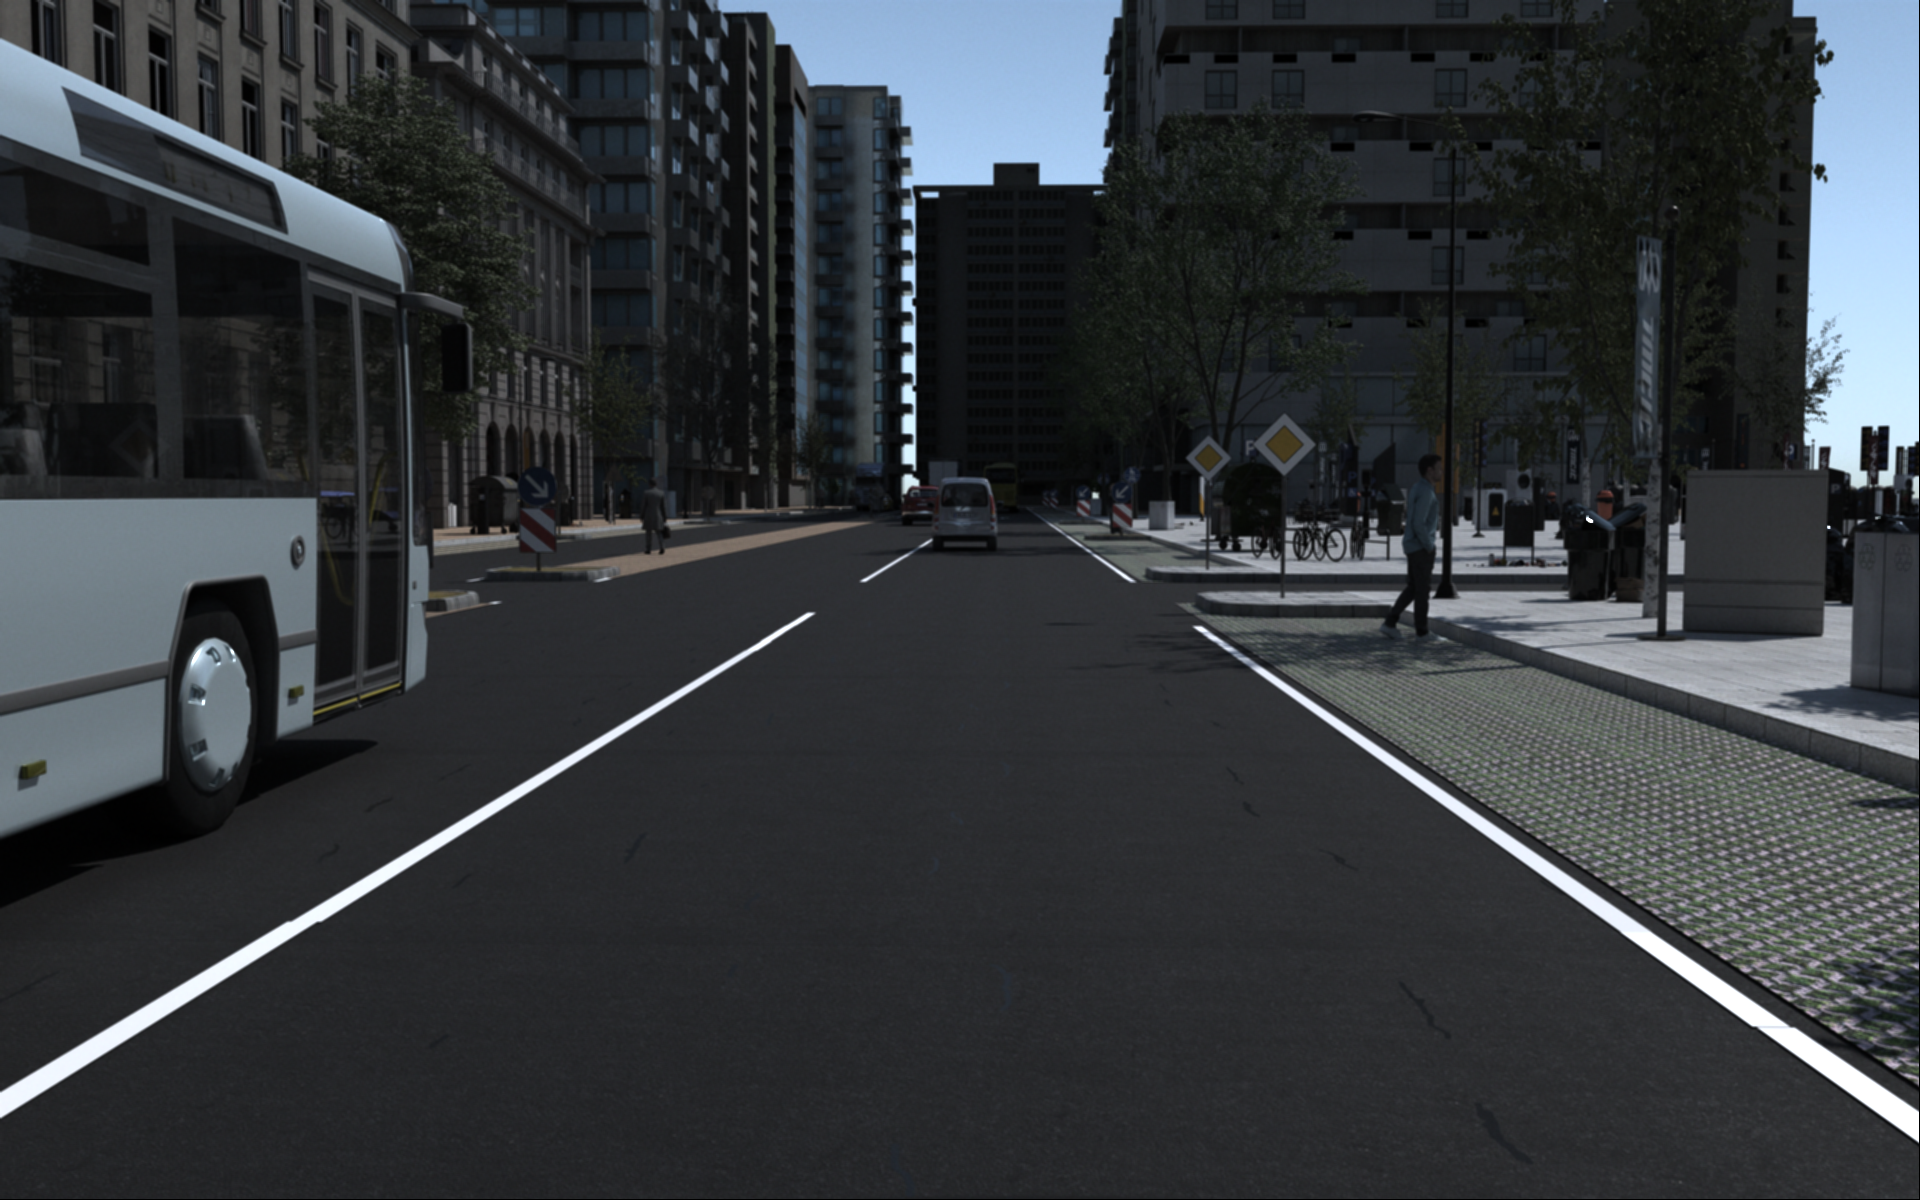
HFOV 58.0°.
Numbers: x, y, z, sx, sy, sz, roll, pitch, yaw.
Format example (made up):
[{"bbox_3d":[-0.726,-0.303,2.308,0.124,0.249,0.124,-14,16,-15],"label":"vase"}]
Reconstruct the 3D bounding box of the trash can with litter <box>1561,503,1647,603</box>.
[{"bbox_3d":[7.831,-0.580,20.862,1.055,1.170,0.624,3,5,39],"label":"trash can with litter"}]

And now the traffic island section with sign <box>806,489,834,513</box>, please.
[{"bbox_3d":[-10.584,-7.526,131.685,1.989,1.847,2.006,0,4,2],"label":"traffic island section with sign"}]

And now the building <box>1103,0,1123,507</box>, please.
[{"bbox_3d":[24.810,-33.087,160.585,23.786,49.044,30.456,0,4,2],"label":"building"}]

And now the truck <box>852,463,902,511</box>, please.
[{"bbox_3d":[-7.164,-10.041,153.926,2.967,4.110,18.799,0,4,3],"label":"truck"}]

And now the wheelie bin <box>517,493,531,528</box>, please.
[{"bbox_3d":[-16.654,-3.549,65.942,0.693,1.594,0.980,0,4,-7],"label":"wheelie bin"}]

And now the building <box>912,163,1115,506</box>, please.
[{"bbox_3d":[6.609,-31.445,205.999,23.993,40.220,32.217,0,4,2],"label":"building"}]

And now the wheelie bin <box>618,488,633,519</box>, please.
[{"bbox_3d":[-17.145,-4.952,88.881,0.693,1.594,0.980,0,4,-2],"label":"wheelie bin"}]

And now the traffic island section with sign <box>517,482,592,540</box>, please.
[{"bbox_3d":[-12.680,-2.800,54.415,1.989,1.847,2.006,0,4,2],"label":"traffic island section with sign"}]

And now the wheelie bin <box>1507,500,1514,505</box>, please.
[{"bbox_3d":[27.474,-4.832,86.911,0.693,1.594,0.980,2,4,24],"label":"wheelie bin"}]

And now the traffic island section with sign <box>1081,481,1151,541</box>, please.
[{"bbox_3d":[4.887,-2.771,53.931,1.989,1.847,2.006,0,4,2],"label":"traffic island section with sign"}]

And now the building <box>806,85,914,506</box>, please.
[{"bbox_3d":[-20.701,-35.677,202.927,30.456,49.044,23.786,0,4,2],"label":"building"}]

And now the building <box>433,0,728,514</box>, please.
[{"bbox_3d":[-28.436,-30.644,120.635,23.786,49.044,30.456,0,4,2],"label":"building"}]

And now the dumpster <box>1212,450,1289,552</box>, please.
[{"bbox_3d":[6.565,-2.242,39.156,1.502,2.255,1.985,0,4,1],"label":"dumpster"}]

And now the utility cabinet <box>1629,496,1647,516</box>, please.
[{"bbox_3d":[23.218,-2.942,59.266,0.306,1.237,1.020,0,4,-1],"label":"utility cabinet"}]

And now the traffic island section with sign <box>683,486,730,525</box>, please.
[{"bbox_3d":[-11.928,-4.480,81.883,1.989,1.847,2.006,0,4,2],"label":"traffic island section with sign"}]

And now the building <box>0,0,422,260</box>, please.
[{"bbox_3d":[-26.929,-13.083,47.183,16.112,22.955,30.059,0,4,2],"label":"building"}]

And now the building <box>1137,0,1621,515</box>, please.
[{"bbox_3d":[26.314,-32.292,117.217,28.713,52.752,27.495,0,4,2],"label":"building"}]

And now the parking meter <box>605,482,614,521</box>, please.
[{"bbox_3d":[-16.465,-4.628,81.380,0.255,1.863,0.399,3,4,38],"label":"parking meter"}]

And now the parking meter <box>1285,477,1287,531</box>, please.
[{"bbox_3d":[11.007,-3.287,59.453,0.399,1.863,0.255,1,4,12],"label":"parking meter"}]

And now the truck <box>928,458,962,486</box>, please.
[{"bbox_3d":[-1.125,-9.338,141.583,2.839,4.237,11.283,0,4,2],"label":"truck"}]

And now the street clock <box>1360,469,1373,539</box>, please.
[{"bbox_3d":[11.555,-2.734,49.266,0.358,2.002,0.471,1,4,18],"label":"street clock"}]

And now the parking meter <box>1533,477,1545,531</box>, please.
[{"bbox_3d":[20.140,-3.335,60.234,0.399,1.863,0.255,-2,4,-35],"label":"parking meter"}]

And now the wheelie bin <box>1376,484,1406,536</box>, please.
[{"bbox_3d":[13.223,-2.779,53.351,0.980,1.594,0.693,-2,4,-30],"label":"wheelie bin"}]

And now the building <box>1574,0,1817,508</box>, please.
[{"bbox_3d":[68.200,-33.095,164.806,21.600,48.544,21.300,0,4,2],"label":"building"}]

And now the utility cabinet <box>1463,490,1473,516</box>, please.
[{"bbox_3d":[29.855,-5.649,101.040,0.318,1.500,1.173,-1,4,-21],"label":"utility cabinet"}]

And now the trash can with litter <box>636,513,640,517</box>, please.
[{"bbox_3d":[-17.166,-5.150,95.253,1.678,1.210,2.233,-3,5,-42],"label":"trash can with litter"}]

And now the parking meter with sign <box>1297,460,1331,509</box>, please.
[{"bbox_3d":[18.439,-5.740,90.105,1.738,3.016,0.543,1,4,22],"label":"parking meter with sign"}]

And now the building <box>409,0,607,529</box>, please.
[{"bbox_3d":[-24.499,-14.237,74.576,13.314,21.916,24.055,0,4,2],"label":"building"}]

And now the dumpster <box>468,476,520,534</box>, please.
[{"bbox_3d":[-15.030,-3.066,55.889,1.264,1.857,1.865,0,4,2],"label":"dumpster"}]

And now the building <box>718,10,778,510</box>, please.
[{"bbox_3d":[-23.038,-28.096,142.965,14.154,41.232,14.086,0,4,2],"label":"building"}]

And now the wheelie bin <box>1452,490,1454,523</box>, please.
[{"bbox_3d":[21.645,-4.197,76.529,0.693,1.594,0.980,1,4,13],"label":"wheelie bin"}]

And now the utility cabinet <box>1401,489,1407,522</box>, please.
[{"bbox_3d":[19.913,-4.304,79.050,0.318,1.500,1.173,-1,4,-20],"label":"utility cabinet"}]

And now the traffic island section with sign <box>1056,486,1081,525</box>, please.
[{"bbox_3d":[5.634,-4.430,81.050,1.989,1.847,2.006,0,4,2],"label":"traffic island section with sign"}]

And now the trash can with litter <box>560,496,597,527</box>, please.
[{"bbox_3d":[-15.415,-3.537,68.891,1.678,1.210,2.233,-1,4,-20],"label":"trash can with litter"}]

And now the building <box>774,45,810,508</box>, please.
[{"bbox_3d":[-22.790,-31.853,170.915,14.200,45.320,14.600,0,4,2],"label":"building"}]

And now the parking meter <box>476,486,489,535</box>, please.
[{"bbox_3d":[-15.038,-2.824,54.577,0.372,1.533,0.369,0,3,0],"label":"parking meter"}]

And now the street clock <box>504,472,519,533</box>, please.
[{"bbox_3d":[-14.896,-3.244,57.608,0.471,2.002,0.358,-2,4,-32],"label":"street clock"}]

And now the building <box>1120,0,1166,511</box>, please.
[{"bbox_3d":[19.839,-27.836,138.721,14.154,41.232,14.086,0,4,2],"label":"building"}]

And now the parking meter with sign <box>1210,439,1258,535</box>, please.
[{"bbox_3d":[8.623,-3.567,54.589,1.738,3.016,0.543,-3,5,-40],"label":"parking meter with sign"}]

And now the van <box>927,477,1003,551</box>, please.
[{"bbox_3d":[0.129,-2.328,45.080,2.013,2.044,4.112,0,4,0],"label":"van"}]

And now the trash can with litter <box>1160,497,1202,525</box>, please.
[{"bbox_3d":[8.875,-3.674,71.135,2.233,1.210,1.678,0,4,-3],"label":"trash can with litter"}]

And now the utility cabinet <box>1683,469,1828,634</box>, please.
[{"bbox_3d":[7.323,-0.445,15.960,1.173,1.500,0.318,2,4,27],"label":"utility cabinet"}]

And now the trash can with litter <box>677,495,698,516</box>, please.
[{"bbox_3d":[-16.353,-5.651,103.458,1.678,1.210,2.233,-1,4,-9],"label":"trash can with litter"}]

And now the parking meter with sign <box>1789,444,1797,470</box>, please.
[{"bbox_3d":[29.903,-3.942,60.708,1.738,3.016,0.543,0,4,-4],"label":"parking meter with sign"}]

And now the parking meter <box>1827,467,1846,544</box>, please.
[{"bbox_3d":[19.035,-1.953,37.650,0.399,1.863,0.255,2,4,28],"label":"parking meter"}]

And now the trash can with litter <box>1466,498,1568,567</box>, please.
[{"bbox_3d":[10.257,-1.198,30.650,2.233,1.210,1.678,2,4,34],"label":"trash can with litter"}]
